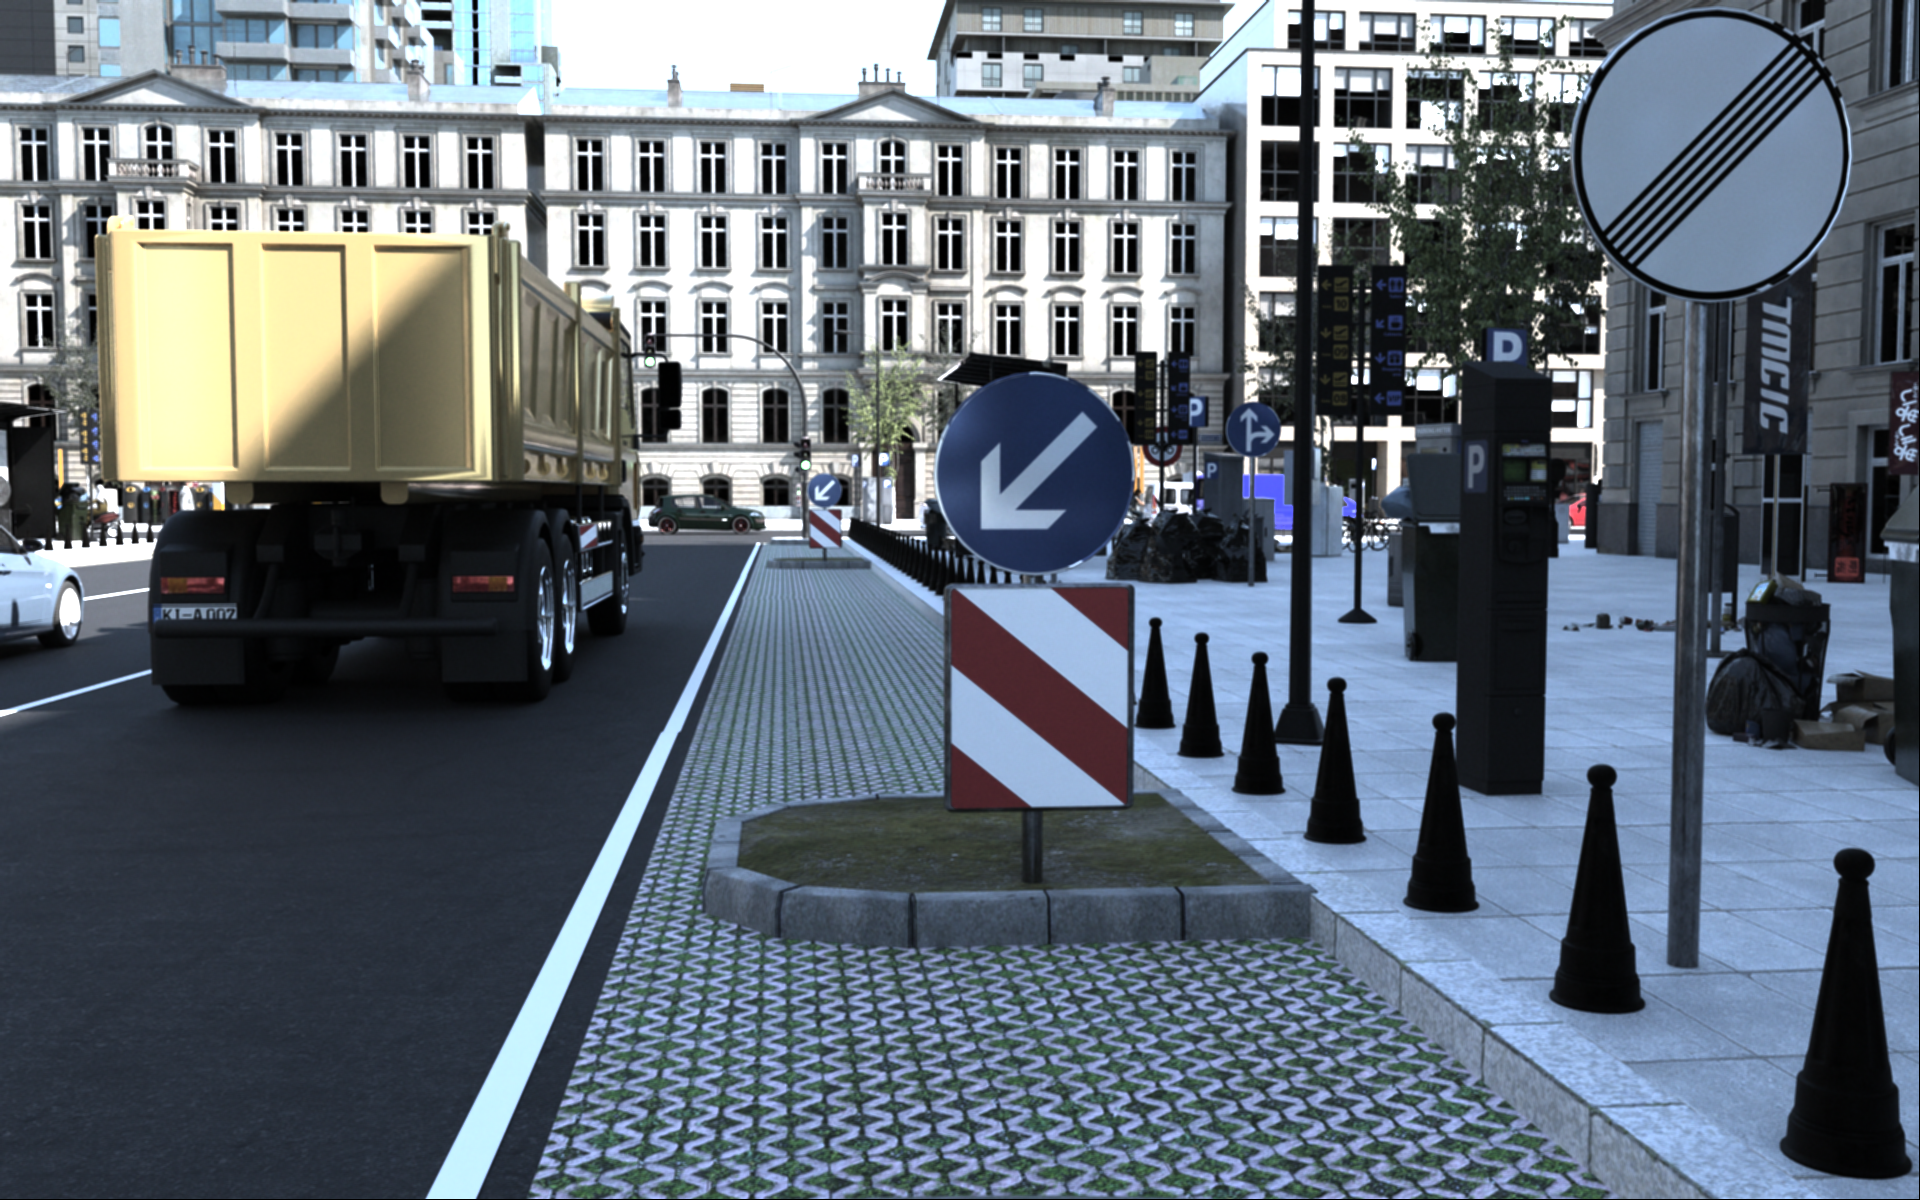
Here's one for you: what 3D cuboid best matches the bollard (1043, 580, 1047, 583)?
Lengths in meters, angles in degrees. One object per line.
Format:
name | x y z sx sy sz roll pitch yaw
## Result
bollard | 0.650 0.143 13.711 0.229 0.601 0.229 0 3 0

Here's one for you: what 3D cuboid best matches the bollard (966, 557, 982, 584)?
bollard | 0.217 -0.111 17.853 0.229 0.601 0.229 0 3 0

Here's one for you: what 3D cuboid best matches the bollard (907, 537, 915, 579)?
bollard | -0.634 -0.618 26.139 0.229 0.601 0.229 0 3 0

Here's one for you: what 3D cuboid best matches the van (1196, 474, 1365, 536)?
van | 9.991 -3.040 54.085 5.245 2.365 2.240 0 4 -7

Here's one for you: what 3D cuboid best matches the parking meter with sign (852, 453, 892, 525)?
parking meter with sign | -3.915 -4.911 76.553 1.738 3.016 0.543 -3 4 -39

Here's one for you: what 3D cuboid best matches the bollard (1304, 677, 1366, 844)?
bollard | 1.397 0.587 6.437 0.229 0.601 0.229 0 3 0

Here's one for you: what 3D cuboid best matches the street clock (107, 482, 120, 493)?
street clock | -37.813 -4.453 77.384 0.471 2.002 0.358 -3 5 -42

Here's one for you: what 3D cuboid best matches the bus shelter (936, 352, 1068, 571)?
bus shelter | 0.702 -2.487 31.948 1.731 3.624 6.357 0 4 -6

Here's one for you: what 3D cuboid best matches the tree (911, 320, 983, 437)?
tree | -0.066 -7.493 72.875 4.360 8.622 3.978 0 3 0

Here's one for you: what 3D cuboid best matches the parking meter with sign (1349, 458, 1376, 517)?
parking meter with sign | 19.509 -5.440 85.199 1.738 3.016 0.543 2 4 33

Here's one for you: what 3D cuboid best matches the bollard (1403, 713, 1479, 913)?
bollard | 1.504 0.651 5.399 0.229 0.601 0.229 0 3 0

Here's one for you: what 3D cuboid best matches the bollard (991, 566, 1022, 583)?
bollard | 0.436 0.016 15.780 0.229 0.601 0.229 0 3 0

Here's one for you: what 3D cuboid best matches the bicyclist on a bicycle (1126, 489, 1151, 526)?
bicyclist on a bicycle | 6.604 -3.296 63.905 1.625 1.676 1.499 0 4 -6

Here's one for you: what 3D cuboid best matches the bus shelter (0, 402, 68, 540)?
bus shelter | -25.335 -3.291 45.085 1.731 3.624 6.357 0 4 -6

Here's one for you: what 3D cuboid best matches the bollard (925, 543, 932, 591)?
bollard | -0.314 -0.426 23.015 0.229 0.601 0.229 0 3 0

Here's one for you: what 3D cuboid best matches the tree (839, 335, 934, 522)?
tree | -3.292 -7.900 79.522 4.737 8.622 4.395 0 3 0

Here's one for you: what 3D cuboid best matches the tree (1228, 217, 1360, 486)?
tree | 9.296 -5.803 45.249 4.360 8.622 3.978 0 3 0

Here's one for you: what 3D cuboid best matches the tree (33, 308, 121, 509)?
tree | -34.747 -7.283 69.439 4.360 8.622 3.978 0 3 0

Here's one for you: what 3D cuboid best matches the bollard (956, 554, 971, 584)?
bollard | 0.113 -0.174 18.884 0.229 0.601 0.229 0 3 0

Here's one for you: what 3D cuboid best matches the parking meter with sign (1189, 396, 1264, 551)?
parking meter with sign | 4.837 -2.161 31.592 1.738 3.016 0.543 -3 5 -41

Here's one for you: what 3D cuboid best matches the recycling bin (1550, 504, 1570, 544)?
recycling bin | 15.569 -2.005 45.340 0.722 1.027 0.722 1 4 21

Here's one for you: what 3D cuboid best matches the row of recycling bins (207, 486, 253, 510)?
row of recycling bins | -33.034 -4.318 77.713 3.534 1.692 1.069 2 4 31

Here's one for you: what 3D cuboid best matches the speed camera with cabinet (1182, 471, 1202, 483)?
speed camera with cabinet | 10.017 -4.746 71.939 0.660 3.252 2.038 3 5 41

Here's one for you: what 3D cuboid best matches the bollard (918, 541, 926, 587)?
bollard | -0.422 -0.491 24.068 0.229 0.601 0.229 0 3 0

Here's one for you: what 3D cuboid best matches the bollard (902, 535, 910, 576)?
bollard | -0.741 -0.681 27.173 0.229 0.601 0.229 0 3 0

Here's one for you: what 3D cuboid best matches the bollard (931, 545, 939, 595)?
bollard | -0.210 -0.363 21.984 0.229 0.601 0.229 0 3 0

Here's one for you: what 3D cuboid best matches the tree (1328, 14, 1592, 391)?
tree | 7.860 -4.635 26.144 4.737 8.622 4.395 0 3 0

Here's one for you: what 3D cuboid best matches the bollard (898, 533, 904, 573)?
bollard | -0.849 -0.745 28.225 0.229 0.601 0.229 0 3 0

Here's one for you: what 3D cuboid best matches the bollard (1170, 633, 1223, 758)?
bollard | 1.186 0.461 8.510 0.229 0.601 0.229 0 3 0

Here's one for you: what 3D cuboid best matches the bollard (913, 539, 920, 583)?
bollard | -0.525 -0.555 25.109 0.229 0.601 0.229 0 3 0

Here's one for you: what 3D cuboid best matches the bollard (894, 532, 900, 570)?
bollard | -0.956 -0.808 29.256 0.229 0.601 0.229 0 3 0

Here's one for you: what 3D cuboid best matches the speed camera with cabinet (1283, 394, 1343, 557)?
speed camera with cabinet | 7.185 -2.498 35.179 0.660 3.252 2.038 2 4 31

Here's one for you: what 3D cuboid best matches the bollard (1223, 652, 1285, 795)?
bollard | 1.291 0.524 7.471 0.229 0.601 0.229 0 3 0

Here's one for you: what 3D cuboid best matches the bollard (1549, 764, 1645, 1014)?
bollard | 1.612 0.714 4.367 0.229 0.601 0.229 0 3 0

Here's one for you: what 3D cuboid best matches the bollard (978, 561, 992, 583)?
bollard | 0.326 -0.047 16.811 0.229 0.601 0.229 0 3 0

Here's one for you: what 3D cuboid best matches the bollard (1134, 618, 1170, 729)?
bollard | 1.076 0.397 9.548 0.229 0.601 0.229 0 3 0

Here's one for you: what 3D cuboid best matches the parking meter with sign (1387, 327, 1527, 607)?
parking meter with sign | 5.388 -1.395 19.066 0.543 3.016 1.738 -2 4 -24

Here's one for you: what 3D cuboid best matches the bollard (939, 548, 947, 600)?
bollard | -0.102 -0.300 20.945 0.229 0.601 0.229 0 3 0

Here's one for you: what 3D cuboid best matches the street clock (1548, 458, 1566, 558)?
street clock | 11.988 -1.863 35.036 0.471 2.002 0.358 -2 4 -24

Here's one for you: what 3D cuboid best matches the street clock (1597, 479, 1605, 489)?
street clock | 30.440 -4.750 82.226 0.471 2.002 0.358 1 4 19

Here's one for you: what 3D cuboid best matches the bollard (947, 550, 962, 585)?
bollard | 0.007 -0.237 19.915 0.229 0.601 0.229 0 3 0

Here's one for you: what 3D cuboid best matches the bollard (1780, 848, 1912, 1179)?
bollard | 1.714 0.777 3.336 0.229 0.601 0.229 0 3 0

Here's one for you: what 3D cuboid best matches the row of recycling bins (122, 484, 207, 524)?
row of recycling bins | -34.334 -4.110 74.318 3.534 1.692 1.069 1 4 15

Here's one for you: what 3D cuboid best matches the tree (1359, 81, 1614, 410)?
tree | 10.146 -4.949 31.275 4.360 8.622 3.978 0 3 0

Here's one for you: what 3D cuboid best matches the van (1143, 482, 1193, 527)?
van | 8.548 -3.306 61.072 4.112 2.044 2.013 0 4 -6
